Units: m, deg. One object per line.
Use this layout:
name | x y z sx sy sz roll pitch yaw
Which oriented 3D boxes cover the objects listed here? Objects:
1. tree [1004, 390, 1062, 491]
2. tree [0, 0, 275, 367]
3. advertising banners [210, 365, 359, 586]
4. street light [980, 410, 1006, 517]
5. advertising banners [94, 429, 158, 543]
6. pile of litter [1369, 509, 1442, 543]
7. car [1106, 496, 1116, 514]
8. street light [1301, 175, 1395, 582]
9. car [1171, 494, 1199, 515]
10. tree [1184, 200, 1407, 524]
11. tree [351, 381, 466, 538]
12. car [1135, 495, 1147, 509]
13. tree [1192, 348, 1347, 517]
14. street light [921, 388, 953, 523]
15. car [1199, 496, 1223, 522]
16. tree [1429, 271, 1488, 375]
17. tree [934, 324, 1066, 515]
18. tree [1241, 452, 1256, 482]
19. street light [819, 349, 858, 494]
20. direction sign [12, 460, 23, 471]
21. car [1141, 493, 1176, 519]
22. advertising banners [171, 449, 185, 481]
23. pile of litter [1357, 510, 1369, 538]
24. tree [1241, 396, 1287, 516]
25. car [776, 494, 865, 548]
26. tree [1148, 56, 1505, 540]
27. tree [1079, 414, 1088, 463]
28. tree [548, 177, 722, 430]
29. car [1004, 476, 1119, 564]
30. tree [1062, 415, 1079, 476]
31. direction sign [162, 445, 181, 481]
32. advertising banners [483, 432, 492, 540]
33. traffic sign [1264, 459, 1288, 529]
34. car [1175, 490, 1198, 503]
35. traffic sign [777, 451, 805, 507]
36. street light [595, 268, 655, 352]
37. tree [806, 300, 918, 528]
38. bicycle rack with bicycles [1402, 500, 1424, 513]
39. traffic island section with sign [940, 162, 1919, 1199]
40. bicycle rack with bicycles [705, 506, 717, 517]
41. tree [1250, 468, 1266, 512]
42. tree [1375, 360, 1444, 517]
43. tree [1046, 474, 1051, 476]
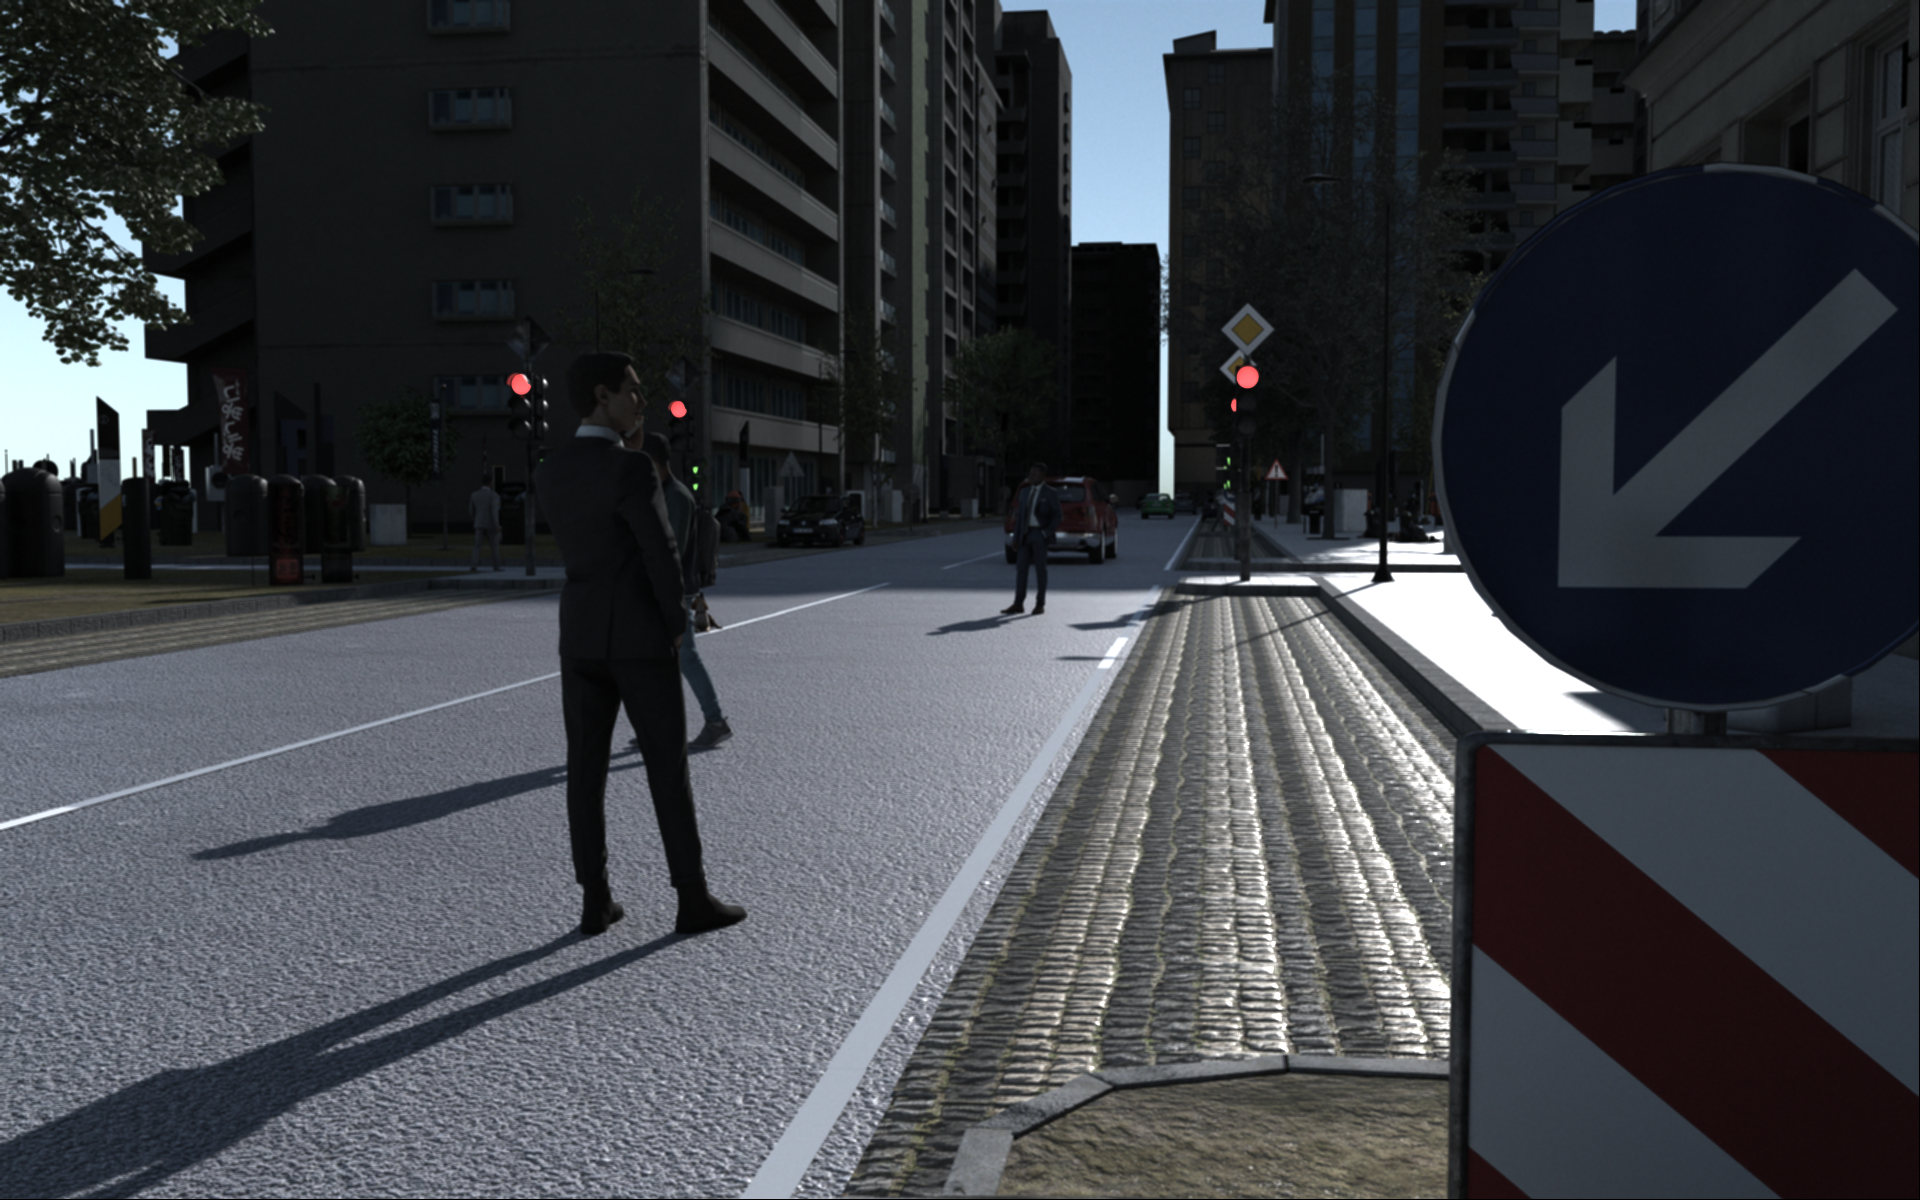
tree | 4.861 -10.423 120.784 4.360 8.622 3.978 0 3 0
tree | -10.180 -6.008 16.356 7.486 12.596 7.792 0 3 0
advertising banners | -9.483 -1.724 24.377 0.090 3.025 2.074 3 5 43
street light | 1.827 -7.559 96.136 1.470 5.913 1.316 1 4 8
advertising banners | -22.016 -3.036 45.819 0.090 3.025 2.074 1 4 22
pile of litter | 12.068 -1.983 46.384 1.176 0.858 1.719 -2 4 -31
car | 7.952 -5.292 99.103 1.945 1.354 3.894 1 4 10
street light | 5.670 -3.228 25.316 1.470 5.913 1.316 1 4 8
car | 15.647 -6.662 120.931 2.014 1.417 4.499 1 4 9
tree | 14.517 -10.315 75.306 9.857 13.997 8.962 0 3 0
tree | -16.096 -4.099 50.741 4.285 4.588 4.351 0 3 0
car | 17.816 -9.393 166.161 1.945 1.354 3.894 1 4 9
tree | 17.178 -9.838 95.260 8.767 10.594 7.601 0 4 -1
street light | -1.022 -6.324 75.938 1.470 5.913 1.316 1 4 8
car | 13.383 -4.717 89.709 1.945 1.354 3.894 0 4 8
tree | 17.362 -6.503 56.678 4.360 8.622 3.978 0 3 0
tree | 2.405 -10.939 104.607 9.928 11.665 9.643 0 3 0
tree | 29.128 -14.082 180.604 4.360 8.622 3.978 0 3 0
street light | -3.961 -5.088 55.726 1.470 5.913 1.316 1 4 8
direction sign | -62.707 -7.545 115.361 0.876 3.537 0.379 1 4 17
car | 11.502 -5.607 100.475 1.959 1.807 4.718 1 4 9
advertising banners | -29.776 -4.368 67.598 2.074 3.025 0.090 0 4 7
pile of litter | 12.236 -2.236 50.520 1.176 0.858 1.719 0 4 -5
tree | 18.083 -9.295 102.331 4.737 8.622 4.395 0 3 0
car | -3.765 -2.283 47.109 2.009 1.686 4.222 1 4 9
tree | 10.370 -8.451 48.550 12.009 13.543 11.850 0 3 0
tree | 9.975 -12.766 159.078 4.360 8.622 3.978 0 3 0
tree | -7.872 -5.553 41.149 4.737 8.622 4.395 0 3 0
car | 2.227 -1.745 37.205 2.281 1.827 5.304 1 4 10
tree | 5.999 -10.767 126.405 4.360 8.622 3.978 0 3 0
direction sign | -35.596 -5.279 78.312 0.379 3.537 0.876 2 4 35
advertising banners | -13.221 -3.201 48.523 0.090 3.025 2.074 -1 4 -20
traffic sign | 11.659 -3.905 63.849 0.884 2.594 0.081 1 4 10
car | 22.591 -10.056 173.082 2.281 1.827 5.304 1 4 10
traffic sign | -5.064 -3.175 51.913 0.884 2.594 0.081 1 4 14
street light | -6.961 -3.870 35.810 1.470 5.913 1.316 1 4 8
tree | -3.379 -6.997 64.756 4.737 8.622 4.395 0 3 0
bicycle rack with bicycles | 26.726 -5.279 99.693 2.852 0.926 2.925 1 4 19
traffic island section with sign | 0.917 0.351 2.886 1.989 1.847 2.006 1 4 8
bicycle rack with bicycles | -7.679 -2.368 52.096 2.925 0.926 2.852 2 4 31
tree | 20.757 -7.862 123.143 1.663 3.219 1.824 0 3 0
tree | 25.073 -8.813 94.453 4.737 8.622 4.395 0 3 0
tree | 7.246 -9.151 144.215 1.663 3.219 1.824 0 3 0
